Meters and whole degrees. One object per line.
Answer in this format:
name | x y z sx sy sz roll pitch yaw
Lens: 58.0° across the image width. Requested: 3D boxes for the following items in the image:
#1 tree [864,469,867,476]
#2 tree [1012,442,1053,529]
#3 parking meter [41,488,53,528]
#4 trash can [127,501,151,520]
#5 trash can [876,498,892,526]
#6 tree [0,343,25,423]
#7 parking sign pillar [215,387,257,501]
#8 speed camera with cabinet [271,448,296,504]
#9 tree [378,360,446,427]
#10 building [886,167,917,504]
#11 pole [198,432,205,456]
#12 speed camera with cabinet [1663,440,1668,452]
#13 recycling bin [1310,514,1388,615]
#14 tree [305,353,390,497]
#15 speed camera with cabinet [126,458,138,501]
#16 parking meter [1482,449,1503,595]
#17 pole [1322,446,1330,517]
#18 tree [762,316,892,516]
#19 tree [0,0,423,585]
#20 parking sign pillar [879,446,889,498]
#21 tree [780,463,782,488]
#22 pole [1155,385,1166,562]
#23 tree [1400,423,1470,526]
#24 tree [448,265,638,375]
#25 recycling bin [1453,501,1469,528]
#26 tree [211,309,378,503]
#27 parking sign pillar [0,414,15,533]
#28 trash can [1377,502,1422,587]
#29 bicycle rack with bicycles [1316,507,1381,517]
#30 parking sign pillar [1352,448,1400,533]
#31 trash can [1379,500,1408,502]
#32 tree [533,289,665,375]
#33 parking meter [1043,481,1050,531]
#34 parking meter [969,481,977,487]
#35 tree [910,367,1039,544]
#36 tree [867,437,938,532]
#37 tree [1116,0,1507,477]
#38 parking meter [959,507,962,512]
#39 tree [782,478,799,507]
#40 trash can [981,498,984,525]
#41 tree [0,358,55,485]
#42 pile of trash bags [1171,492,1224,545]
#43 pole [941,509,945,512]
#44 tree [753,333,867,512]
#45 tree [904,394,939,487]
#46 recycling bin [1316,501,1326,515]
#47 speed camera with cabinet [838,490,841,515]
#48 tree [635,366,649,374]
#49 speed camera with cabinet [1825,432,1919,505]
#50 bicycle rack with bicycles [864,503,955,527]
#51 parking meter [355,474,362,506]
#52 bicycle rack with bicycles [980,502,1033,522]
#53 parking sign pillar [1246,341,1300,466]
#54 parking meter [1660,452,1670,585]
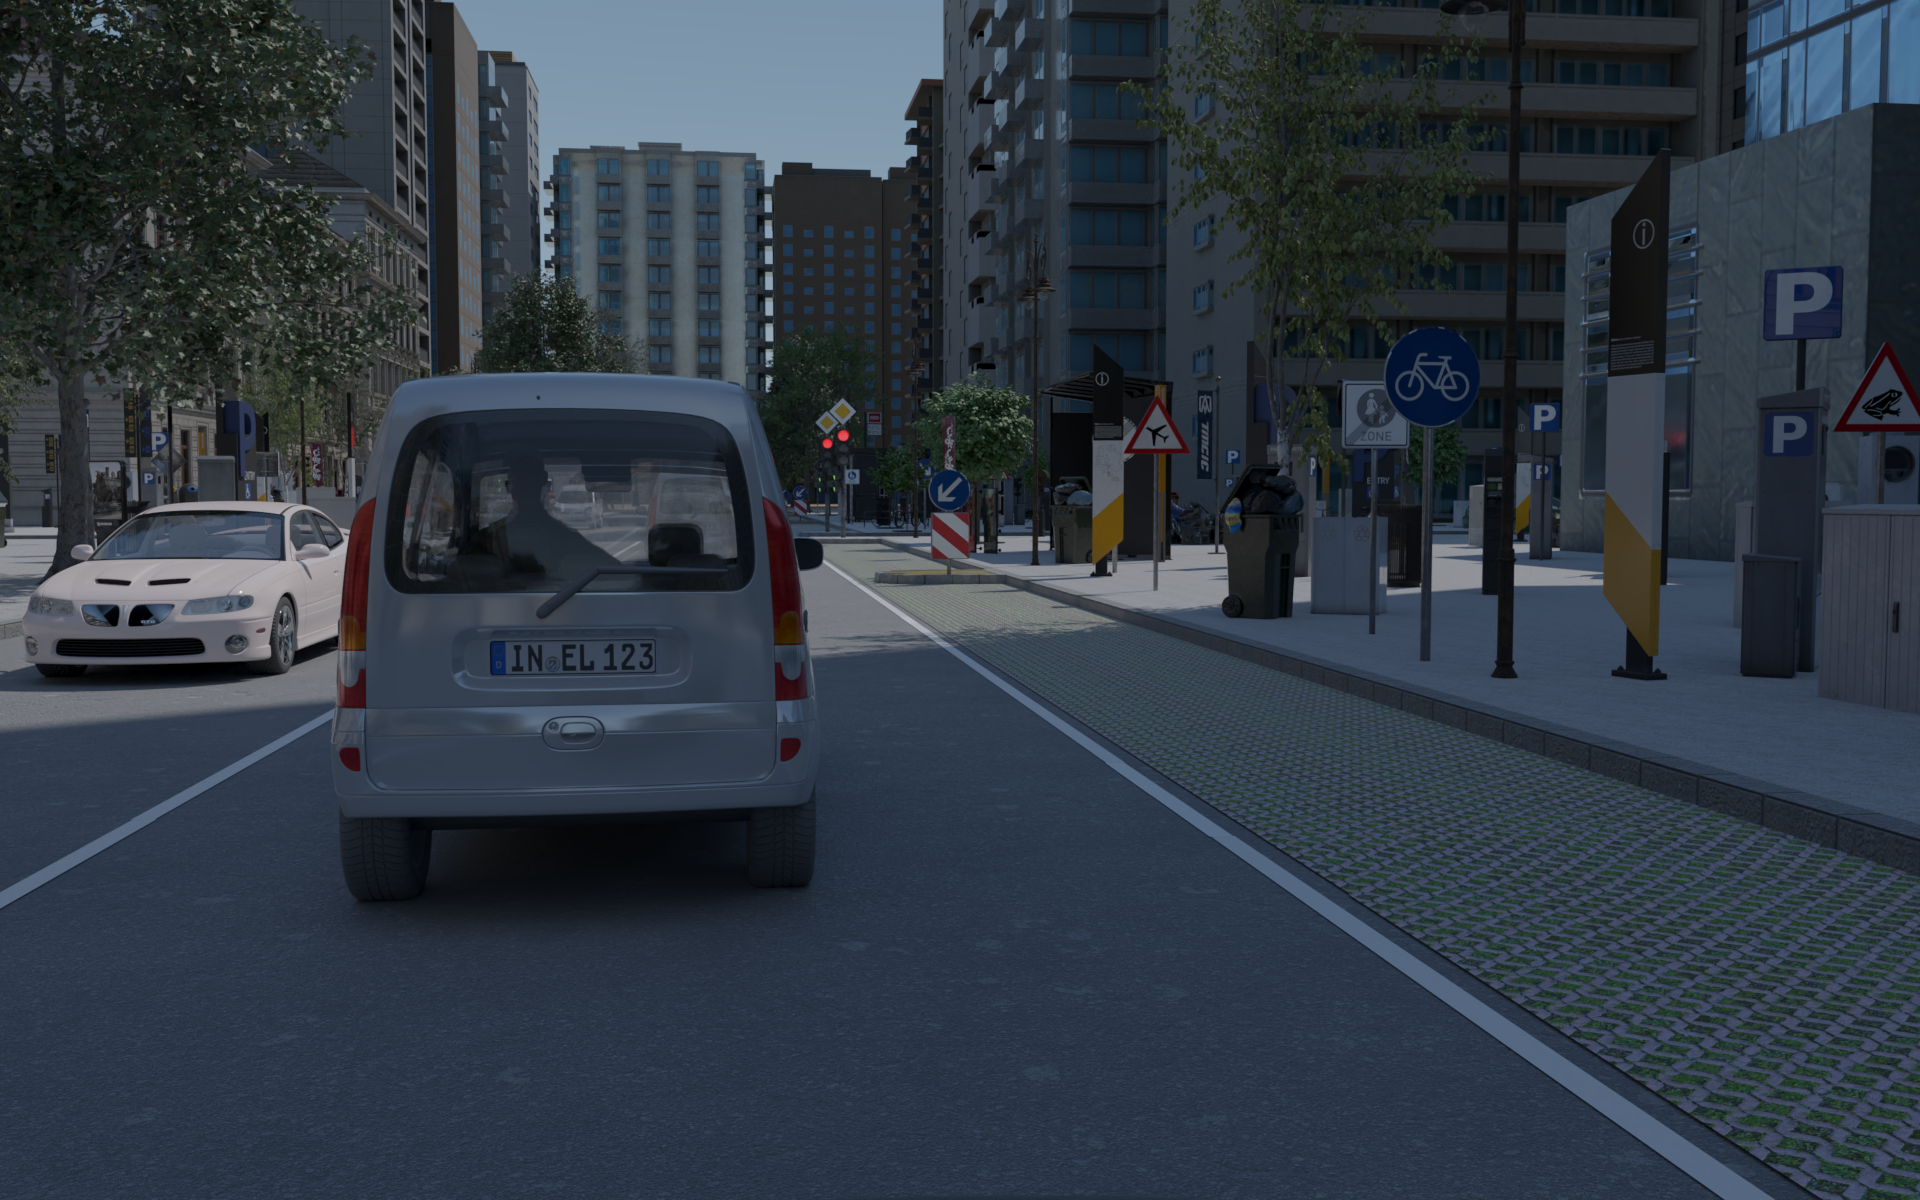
tree | -2.489 -4.252 64.127 1.663 3.219 1.824 0 3 0
tree | 3.005 -4.248 64.050 1.663 3.219 1.824 0 3 0
parking meter | -35.020 -3.549 66.435 0.372 1.533 0.369 0 3 0
trash can | -17.060 -1.470 35.683 0.748 1.137 0.748 0 3 0
trash can | -3.101 -3.599 70.501 0.748 1.137 0.748 0 3 0
tree | -21.403 -5.299 37.005 4.737 8.622 4.395 0 3 0
parking sign pillar | -15.245 -2.939 36.525 1.447 3.967 1.447 0 4 -5
speed camera with cabinet | -27.489 -4.709 71.334 2.038 3.252 0.660 2 4 33
tree | -29.964 -8.850 95.059 4.737 8.622 4.395 0 3 0
building | -4.178 -36.117 240.618 14.200 45.320 14.600 0 4 -8
pole | -25.117 -3.889 57.434 0.158 3.312 0.155 0 3 0
speed camera with cabinet | 21.911 -3.622 53.563 0.660 3.252 2.038 2 4 27
recycling bin | 4.208 -0.377 18.717 0.722 1.027 0.722 1 4 21
tree | -29.414 -8.108 82.930 4.360 8.622 3.978 0 3 0
speed camera with cabinet | -33.299 -4.495 67.829 2.038 3.252 0.660 0 4 0
parking meter | 6.803 -1.000 22.069 0.255 1.863 0.399 1 4 15
pole | 15.274 -4.812 72.511 0.158 3.312 0.155 0 3 0
tree | -7.906 -10.809 102.478 9.928 11.665 9.643 0 3 0
tree | -12.704 -6.581 24.605 9.611 12.733 9.660 0 3 0
parking sign pillar | -4.684 -6.693 97.904 1.447 3.967 1.447 -1 4 -18
tree | -20.470 -15.992 195.876 7.601 10.594 8.767 -1 4 -16
pole | 3.756 -2.366 32.532 0.158 3.312 0.155 0 3 0
tree | 18.862 -5.259 69.699 4.285 4.588 4.351 0 3 0
tree | -20.912 -10.391 86.904 9.611 12.733 9.660 0 3 0
recycling bin | 19.232 -3.269 66.002 0.722 1.027 0.722 2 4 26
tree | -24.395 -6.840 62.196 4.737 8.622 4.395 0 3 0
parking sign pillar | -32.119 -4.206 57.237 1.447 3.967 1.447 -1 4 -20
trash can | 6.150 -0.754 23.985 0.748 1.137 0.748 0 3 0
bicycle rack with bicycles | 10.807 -2.095 47.641 2.852 0.926 2.925 2 4 30
parking sign pillar | 12.123 -3.793 50.482 1.447 3.967 1.447 3 4 37
trash can | 10.891 -1.950 43.541 0.748 1.137 0.748 0 3 0
tree | -22.261 -11.800 103.296 12.009 13.543 11.850 0 3 0
parking meter | 3.014 -3.316 59.921 0.399 1.863 0.255 0 4 5
parking meter | 0.348 -2.665 49.276 0.399 1.863 0.255 -2 4 -30
tree | 0.393 -3.750 45.026 4.285 4.588 4.351 0 3 0
tree | -1.841 -3.906 58.468 1.663 3.219 1.824 0 3 0
tree | 4.019 -4.265 20.092 4.737 8.622 4.395 0 3 0
parking meter | 0.105 -3.913 72.388 0.372 1.533 0.369 0 3 0
tree | -17.352 -11.187 177.502 1.663 3.219 1.824 0 3 0
trash can | 1.198 -3.539 69.514 0.748 1.137 0.748 0 3 0
tree | -25.484 -5.793 45.073 4.360 8.622 3.978 0 3 0
pile of trash bags | 6.639 -2.150 44.909 3.447 1.369 1.912 -2 4 -32
pole | -0.710 -4.839 72.957 0.158 3.312 0.155 0 3 0
tree | -10.746 -12.526 121.813 9.611 12.733 9.660 0 3 0
tree | -2.340 -10.881 128.269 4.737 8.622 4.395 0 3 0
recycling bin | 13.457 -3.250 65.698 0.722 1.027 0.722 0 4 1
speed camera with cabinet | -7.380 -7.006 108.879 0.660 3.252 2.038 0 4 -4
tree | -32.390 -16.268 172.634 9.857 13.997 8.962 0 3 0
speed camera with cabinet | 13.232 -1.940 26.050 2.038 3.252 0.660 0 4 8
bicycle rack with bicycles | -2.273 -3.308 67.467 2.852 0.926 2.925 3 5 44
parking meter | -17.177 -2.698 49.825 0.399 1.863 0.255 2 4 24
bicycle rack with bicycles | 2.078 -3.980 78.455 2.852 0.926 2.925 3 5 39
parking sign pillar | 5.606 -2.602 31.008 1.447 3.967 1.447 3 4 37
parking meter | 9.856 -1.152 24.541 0.255 1.863 0.399 0 4 3
